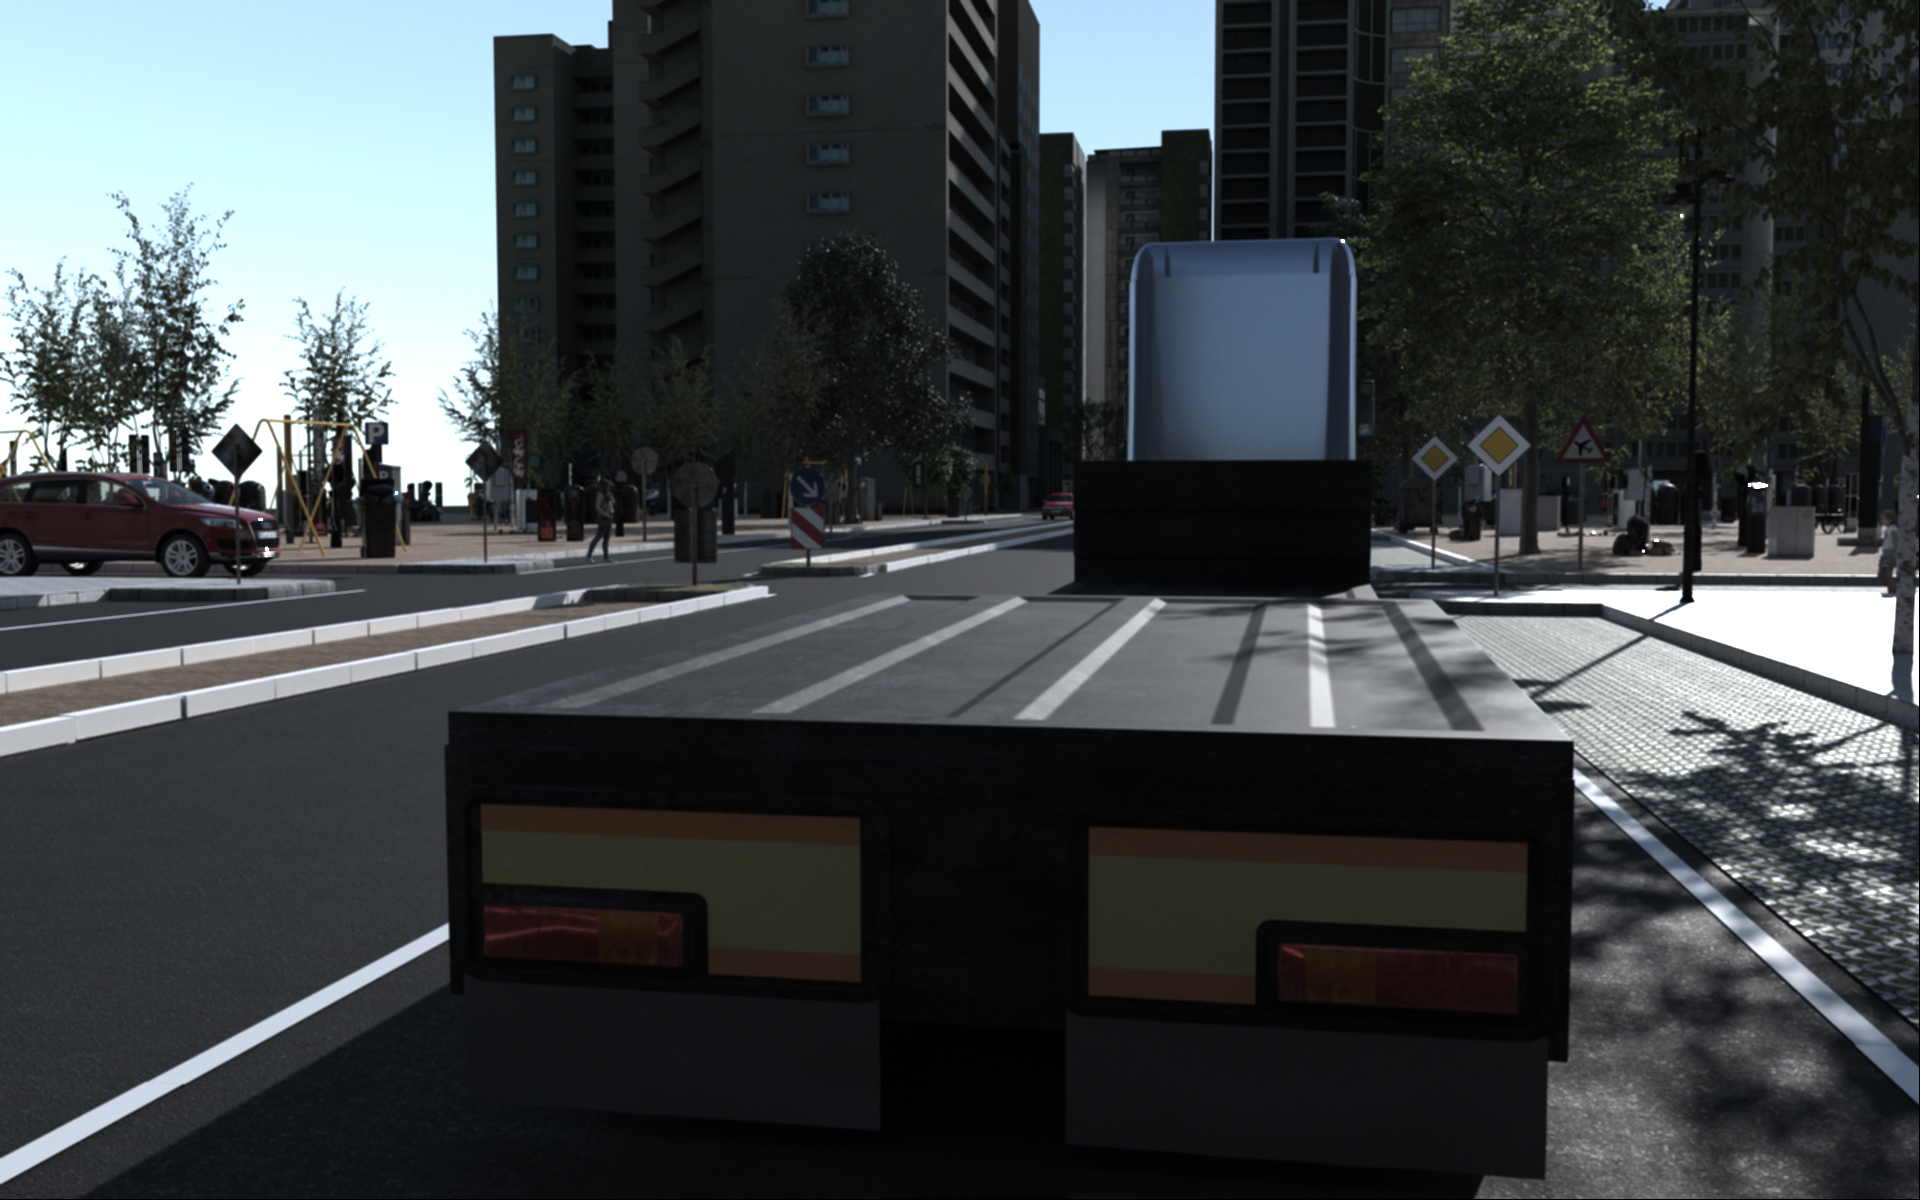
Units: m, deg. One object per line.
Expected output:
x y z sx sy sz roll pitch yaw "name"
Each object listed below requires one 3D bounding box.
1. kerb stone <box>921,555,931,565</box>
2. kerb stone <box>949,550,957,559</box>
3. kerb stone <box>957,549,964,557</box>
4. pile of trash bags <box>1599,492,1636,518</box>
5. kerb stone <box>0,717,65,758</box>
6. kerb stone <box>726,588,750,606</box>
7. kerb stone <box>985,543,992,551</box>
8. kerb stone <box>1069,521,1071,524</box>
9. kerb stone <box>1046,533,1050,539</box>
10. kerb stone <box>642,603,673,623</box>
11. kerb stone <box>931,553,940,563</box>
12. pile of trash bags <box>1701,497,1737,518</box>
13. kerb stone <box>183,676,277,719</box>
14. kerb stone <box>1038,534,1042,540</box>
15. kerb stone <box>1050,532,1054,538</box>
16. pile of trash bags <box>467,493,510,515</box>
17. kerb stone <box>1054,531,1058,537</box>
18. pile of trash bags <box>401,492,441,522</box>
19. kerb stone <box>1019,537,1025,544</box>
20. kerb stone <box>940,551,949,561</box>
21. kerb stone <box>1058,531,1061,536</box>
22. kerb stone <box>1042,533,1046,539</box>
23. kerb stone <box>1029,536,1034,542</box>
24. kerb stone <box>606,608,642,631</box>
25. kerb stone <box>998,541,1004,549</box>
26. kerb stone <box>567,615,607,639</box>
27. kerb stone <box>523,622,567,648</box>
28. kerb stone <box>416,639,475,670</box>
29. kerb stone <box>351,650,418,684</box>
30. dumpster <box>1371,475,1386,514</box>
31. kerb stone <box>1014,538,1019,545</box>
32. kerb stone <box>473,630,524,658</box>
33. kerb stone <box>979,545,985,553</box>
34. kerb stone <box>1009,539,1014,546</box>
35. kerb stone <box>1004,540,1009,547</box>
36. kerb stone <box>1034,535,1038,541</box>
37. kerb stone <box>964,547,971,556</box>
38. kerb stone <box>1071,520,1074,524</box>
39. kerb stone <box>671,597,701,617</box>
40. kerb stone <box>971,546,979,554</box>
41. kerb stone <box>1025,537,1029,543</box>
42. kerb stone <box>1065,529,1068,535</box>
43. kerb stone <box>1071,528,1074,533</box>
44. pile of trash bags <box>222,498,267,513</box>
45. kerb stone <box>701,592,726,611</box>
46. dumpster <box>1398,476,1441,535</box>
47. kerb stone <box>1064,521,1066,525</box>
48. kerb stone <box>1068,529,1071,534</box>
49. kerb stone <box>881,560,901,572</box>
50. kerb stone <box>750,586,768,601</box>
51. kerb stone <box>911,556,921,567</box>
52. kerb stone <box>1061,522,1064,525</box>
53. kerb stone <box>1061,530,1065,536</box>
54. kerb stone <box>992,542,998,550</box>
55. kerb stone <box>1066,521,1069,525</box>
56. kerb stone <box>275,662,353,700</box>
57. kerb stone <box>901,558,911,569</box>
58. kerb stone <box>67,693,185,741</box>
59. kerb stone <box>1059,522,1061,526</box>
-0.802 -0.803 35.322 0.120 0.150 1.000 1 4 10 "kerb stone"
-0.269 -0.988 38.347 0.120 0.150 1.000 1 4 10 "kerb stone"
-0.107 -1.050 39.365 0.120 0.150 1.000 1 4 10 "kerb stone"
36.388 -5.159 94.107 3.447 1.369 1.912 0 4 -7 "pile of trash bags"
-5.250 0.781 9.515 0.120 0.150 1.000 1 4 10 "kerb stone"
-2.985 -0.028 22.651 0.120 0.150 1.000 1 4 10 "kerb stone"
0.597 -1.292 43.407 0.120 0.150 1.000 1 4 10 "kerb stone"
4.991 -3.606 81.149 0.120 0.150 1.000 1 4 10 "kerb stone"
2.698 -2.039 55.533 0.120 0.150 1.000 1 4 10 "kerb stone"
-3.508 0.158 19.624 0.120 0.150 1.000 1 4 10 "kerb stone"
-0.620 -0.864 36.328 0.120 0.150 1.000 1 4 10 "kerb stone"
41.963 -5.231 95.272 3.447 1.369 1.912 -1 4 -20 "pile of trash bags"
-4.901 0.652 11.539 0.120 0.150 1.000 1 4 10 "kerb stone"
2.347 -1.913 53.519 0.120 0.150 1.000 1 4 10 "kerb stone"
2.865 -2.101 56.542 0.120 0.150 1.000 1 4 10 "kerb stone"
-28.670 -5.825 104.987 3.447 1.369 1.912 2 4 35 "pile of trash bags"
3.040 -2.163 57.560 0.120 0.150 1.000 1 4 10 "kerb stone"
-25.637 -4.259 79.379 1.912 1.369 3.447 2 4 32 "pile of trash bags"
1.648 -1.668 49.467 0.120 0.150 1.000 1 4 10 "kerb stone"
-0.441 -0.918 37.339 0.120 0.150 1.000 1 4 10 "kerb stone"
3.222 -2.223 58.580 0.120 0.150 1.000 1 4 10 "kerb stone"
2.519 -1.976 54.527 0.120 0.150 1.000 1 4 10 "kerb stone"
1.991 -1.789 51.495 0.120 0.150 1.000 1 4 10 "kerb stone"
-3.683 0.219 18.613 0.120 0.150 1.000 1 4 10 "kerb stone"
0.951 -1.419 45.424 0.120 0.150 1.000 1 4 10 "kerb stone"
-3.855 0.281 17.599 0.120 0.150 1.000 1 4 10 "kerb stone"
-4.043 0.343 16.586 0.120 0.150 1.000 1 4 10 "kerb stone"
-4.380 0.466 14.569 0.120 0.150 1.000 1 4 10 "kerb stone"
-4.560 0.532 13.557 0.120 0.150 1.000 1 4 10 "kerb stone"
19.269 -4.845 81.712 1.502 2.255 1.985 1 4 10 "dumpster"
1.462 -1.606 48.451 0.120 0.150 1.000 1 4 10 "kerb stone"
-4.208 0.408 15.577 0.120 0.150 1.000 1 4 10 "kerb stone"
0.424 -1.236 42.400 0.120 0.150 1.000 1 4 10 "kerb stone"
1.294 -1.544 47.442 0.120 0.150 1.000 1 4 10 "kerb stone"
1.120 -1.482 46.433 0.120 0.150 1.000 1 4 10 "kerb stone"
2.173 -1.854 52.506 0.120 0.150 1.000 1 4 10 "kerb stone"
0.068 -1.107 40.375 0.120 0.150 1.000 1 4 10 "kerb stone"
5.153 -3.667 82.158 0.120 0.150 1.000 1 4 10 "kerb stone"
-3.334 0.096 20.631 0.120 0.150 1.000 1 4 10 "kerb stone"
0.254 -1.174 41.390 0.120 0.150 1.000 1 4 10 "kerb stone"
1.819 -1.730 50.488 0.120 0.150 1.000 1 4 10 "kerb stone"
3.570 -2.340 60.595 0.120 0.150 1.000 1 4 10 "kerb stone"
3.917 -2.473 62.626 0.120 0.150 1.000 1 4 10 "kerb stone"
-39.355 -5.247 95.536 1.912 1.369 3.447 -1 4 -12 "pile of trash bags"
-3.162 0.034 21.638 0.120 0.150 1.000 1 4 10 "kerb stone"
14.750 -3.048 55.589 1.264 1.857 1.865 1 4 10 "dumpster"
4.635 -3.481 79.112 0.120 0.150 1.000 1 4 10 "kerb stone"
3.736 -2.410 61.603 0.120 0.150 1.000 1 4 10 "kerb stone"
-1.315 -0.617 32.287 0.120 0.150 1.000 1 4 10 "kerb stone"
-2.817 -0.088 23.659 0.120 0.150 1.000 1 4 10 "kerb stone"
-0.972 -0.741 34.314 0.120 0.150 1.000 1 4 10 "kerb stone"
4.454 -3.412 78.107 0.120 0.150 1.000 1 4 10 "kerb stone"
3.400 -2.287 59.586 0.120 0.150 1.000 1 4 10 "kerb stone"
0.782 -1.359 44.416 0.120 0.150 1.000 1 4 10 "kerb stone"
4.814 -3.541 80.136 0.120 0.150 1.000 1 4 10 "kerb stone"
-4.731 0.590 12.550 0.120 0.150 1.000 1 4 10 "kerb stone"
-1.144 -0.676 33.295 0.120 0.150 1.000 1 4 10 "kerb stone"
-5.089 0.713 10.534 0.120 0.150 1.000 1 4 10 "kerb stone"
4.286 -3.358 77.093 0.120 0.150 1.000 1 4 10 "kerb stone"
